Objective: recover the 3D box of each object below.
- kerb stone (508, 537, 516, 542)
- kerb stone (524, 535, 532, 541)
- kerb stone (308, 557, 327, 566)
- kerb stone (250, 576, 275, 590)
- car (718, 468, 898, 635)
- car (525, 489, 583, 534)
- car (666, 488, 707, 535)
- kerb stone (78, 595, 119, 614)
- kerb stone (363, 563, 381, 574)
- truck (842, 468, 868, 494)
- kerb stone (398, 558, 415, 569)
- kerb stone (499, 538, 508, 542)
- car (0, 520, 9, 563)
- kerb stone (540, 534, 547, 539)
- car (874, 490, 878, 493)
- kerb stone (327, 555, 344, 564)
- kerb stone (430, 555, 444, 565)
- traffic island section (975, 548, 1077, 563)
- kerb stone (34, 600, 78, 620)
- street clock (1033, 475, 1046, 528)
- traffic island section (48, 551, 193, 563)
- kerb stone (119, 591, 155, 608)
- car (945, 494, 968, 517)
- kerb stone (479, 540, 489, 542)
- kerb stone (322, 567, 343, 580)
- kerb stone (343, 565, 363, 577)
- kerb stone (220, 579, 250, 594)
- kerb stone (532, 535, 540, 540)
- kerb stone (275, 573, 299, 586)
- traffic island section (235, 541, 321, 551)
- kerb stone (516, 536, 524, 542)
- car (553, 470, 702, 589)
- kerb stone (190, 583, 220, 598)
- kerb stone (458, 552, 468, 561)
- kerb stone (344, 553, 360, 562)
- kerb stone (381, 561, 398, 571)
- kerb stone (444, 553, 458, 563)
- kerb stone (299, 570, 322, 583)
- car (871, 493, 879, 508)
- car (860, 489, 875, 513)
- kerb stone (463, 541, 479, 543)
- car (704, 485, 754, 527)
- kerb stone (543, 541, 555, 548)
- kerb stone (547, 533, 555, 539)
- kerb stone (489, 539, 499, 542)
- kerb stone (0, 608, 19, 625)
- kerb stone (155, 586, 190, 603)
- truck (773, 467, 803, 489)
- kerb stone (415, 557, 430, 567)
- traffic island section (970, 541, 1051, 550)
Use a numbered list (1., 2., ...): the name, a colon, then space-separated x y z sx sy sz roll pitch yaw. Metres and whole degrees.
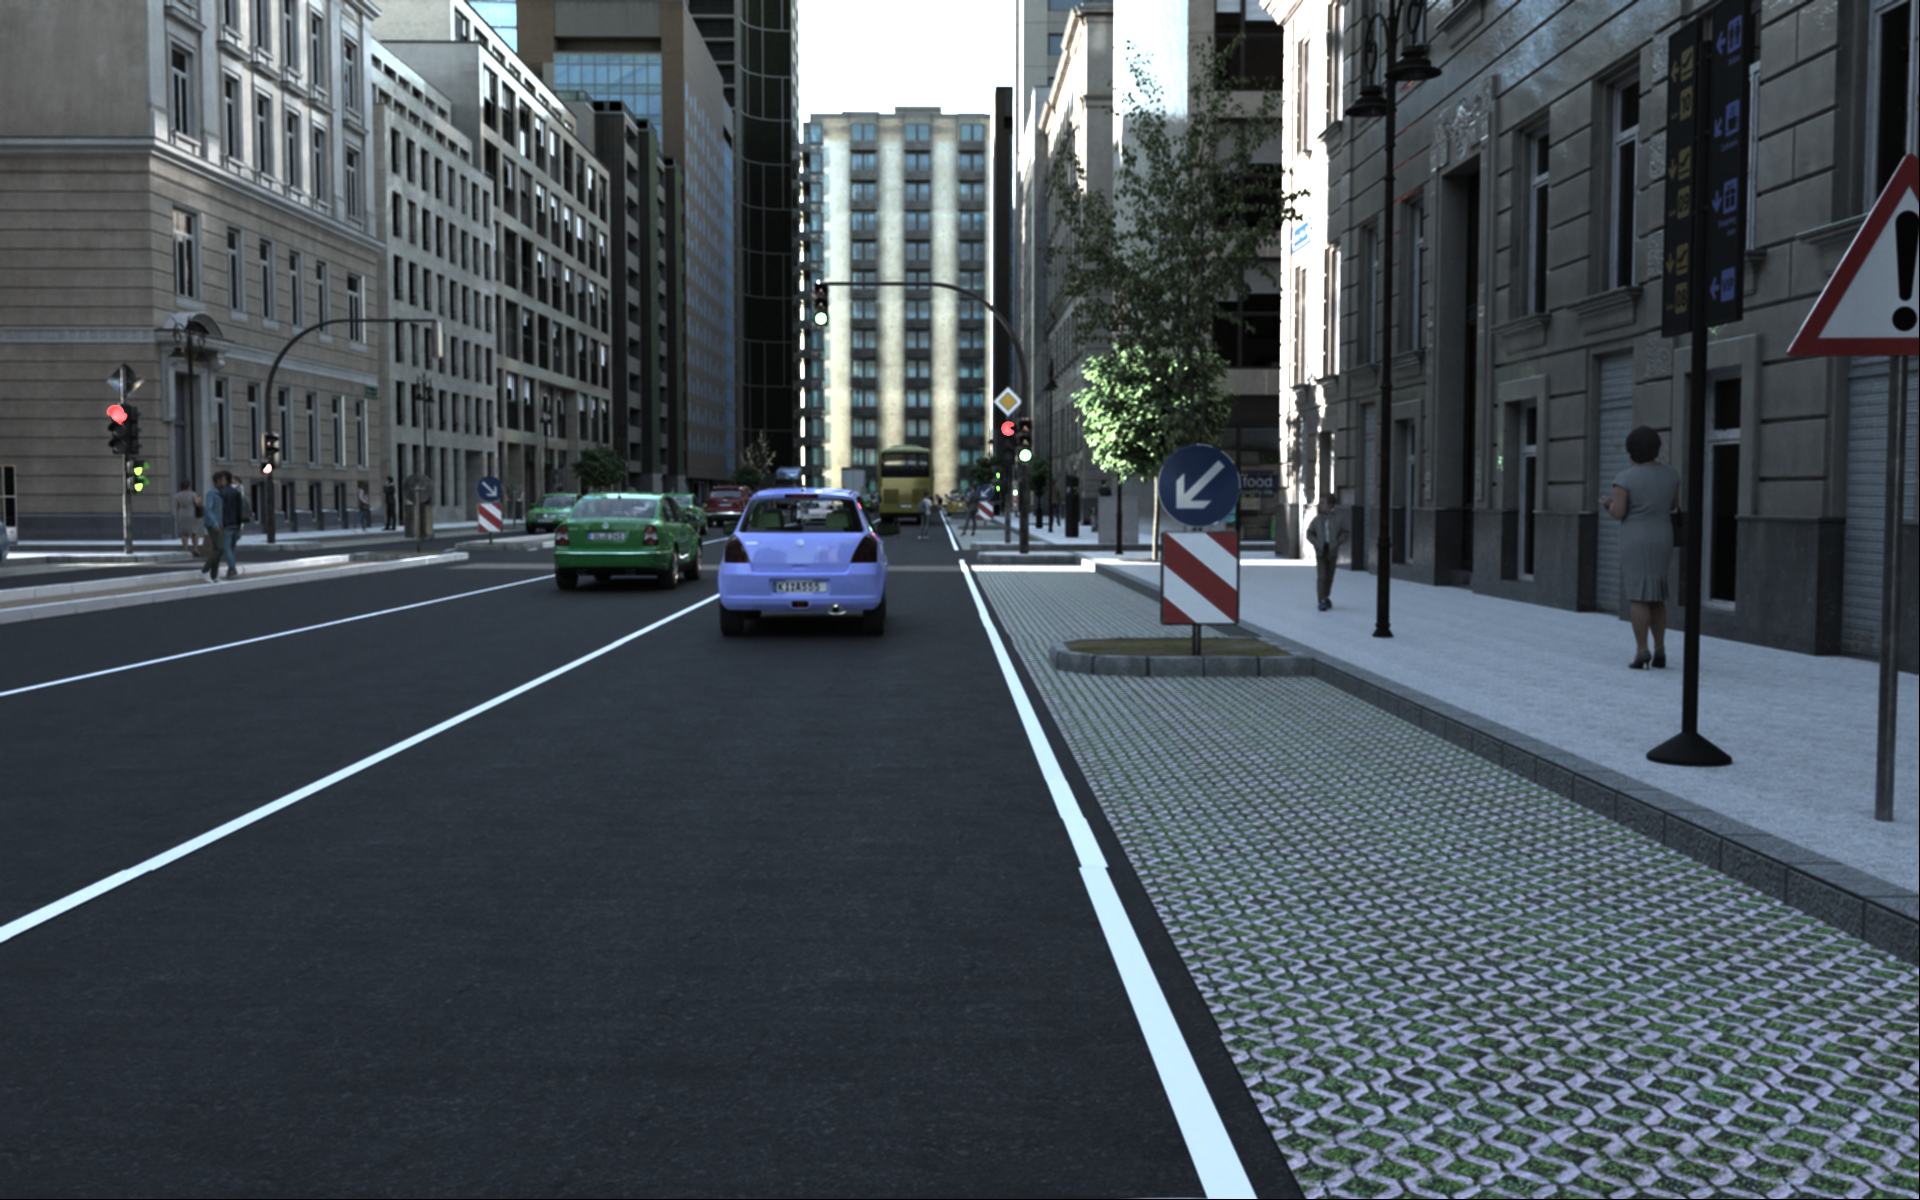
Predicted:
1. kerb stone: -13.160 -1.722 50.351 0.120 0.150 1.000 0 4 -1
2. kerb stone: -13.190 -1.848 52.407 0.120 0.150 1.000 0 4 -1
3. kerb stone: -12.913 -0.754 34.523 0.120 0.150 1.000 0 4 -1
4. kerb stone: -10.680 -0.250 26.287 0.120 0.150 1.000 0 4 -1
5. car: -1.647 -0.570 18.903 1.945 1.707 3.694 0 4 -2
6. car: -14.768 -3.380 64.064 1.959 1.807 4.718 0 4 1
7. car: -9.730 -3.104 59.548 1.959 1.807 4.718 0 4 -3
8. kerb stone: -10.605 0.063 21.161 0.120 0.150 1.000 0 4 -1
9. kerb stone: -10.762 -0.564 31.414 0.120 0.150 1.000 0 4 -1
10. truck: -11.536 -12.232 188.901 2.839 4.237 11.283 0 4 -2
11. kerb stone: -10.796 -0.689 33.457 0.120 0.150 1.000 0 4 -1
12. kerb stone: -13.144 -1.659 49.329 0.120 0.150 1.000 0 4 -1
13. car: -17.607 -1.019 28.662 2.014 1.417 4.499 0 4 0
14. kerb stone: -13.224 -1.966 54.458 0.120 0.150 1.000 0 4 -1
15. car: -7.872 -10.082 173.517 2.281 1.827 5.304 0 4 -1
16. kerb stone: -12.932 -0.817 35.546 0.120 0.150 1.000 0 4 -1
17. kerb stone: -10.832 -0.815 35.514 0.120 0.150 1.000 0 4 -1
18. traffic island section: 1.398 -0.927 37.436 2.009 0.180 2.903 0 4 -1
19. kerb stone: -10.593 0.126 20.139 0.120 0.150 1.000 0 4 -1
20. street clock: 2.974 -3.690 64.906 0.471 2.002 0.358 -3 5 -40
21. traffic island section: -17.841 -0.909 37.142 2.009 0.180 2.903 0 4 -1
22. kerb stone: -10.631 0.006 22.190 0.120 0.150 1.000 0 4 -1
23. car: 0.034 -6.126 110.382 2.015 1.641 3.980 0 4 0
24. kerb stone: -13.124 -1.534 47.276 0.120 0.150 1.000 0 4 -1
25. kerb stone: -10.730 -0.438 29.353 0.120 0.150 1.000 0 4 -1
26. kerb stone: -10.751 -0.501 30.390 0.120 0.150 1.000 0 4 -1
27. kerb stone: -10.661 -0.188 25.265 0.120 0.150 1.000 0 4 -1
28. kerb stone: -13.207 -1.911 53.435 0.120 0.150 1.000 0 4 -1
29. kerb stone: -10.701 -0.312 27.309 0.120 0.150 1.000 0 4 -1
30. traffic island section: -17.965 -1.397 45.126 2.009 0.180 2.903 0 4 -1
31. kerb stone: -13.175 -1.785 51.385 0.120 0.150 1.000 0 4 -1
32. car: -5.198 -1.143 27.490 1.959 1.807 4.718 0 4 -1
33. kerb stone: -10.653 -0.124 24.236 0.120 0.150 1.000 0 4 -1
34. kerb stone: -10.857 -0.940 37.564 0.120 0.150 1.000 0 4 -1
35. kerb stone: -12.948 -0.878 36.568 0.120 0.150 1.000 0 4 -1
36. kerb stone: -10.780 -0.624 32.436 0.120 0.150 1.000 0 4 -1
37. kerb stone: -10.848 -0.877 36.537 0.120 0.150 1.000 0 4 -1
38. kerb stone: -10.712 -0.375 28.331 0.120 0.150 1.000 0 4 -1
39. car: -7.419 -8.687 151.075 2.155 1.783 4.494 0 4 -1
40. car: -7.561 -7.689 134.507 1.959 1.807 4.718 0 4 0
41. kerb stone: -13.095 -1.471 46.245 0.120 0.150 1.000 0 4 -1
42. car: -10.059 -4.175 76.934 2.281 1.827 5.304 0 4 1
43. kerb stone: -10.997 -1.468 46.280 0.120 0.150 1.000 0 4 -1
44. kerb stone: -13.233 -2.033 55.480 0.120 0.150 1.000 0 4 -1
45. kerb stone: -13.123 -1.597 48.301 0.120 0.150 1.000 0 4 -1
46. kerb stone: -10.572 0.189 19.108 0.120 0.150 1.000 0 4 -1
47. kerb stone: -10.636 -0.059 23.212 0.120 0.150 1.000 0 4 -1
48. truck: -16.816 -11.483 177.503 2.967 4.110 18.799 0 4 0
49. kerb stone: -10.816 -0.751 34.480 0.120 0.150 1.000 0 4 -1
50. traffic island section: 1.274 -1.415 45.420 2.009 0.180 2.903 0 4 -1
